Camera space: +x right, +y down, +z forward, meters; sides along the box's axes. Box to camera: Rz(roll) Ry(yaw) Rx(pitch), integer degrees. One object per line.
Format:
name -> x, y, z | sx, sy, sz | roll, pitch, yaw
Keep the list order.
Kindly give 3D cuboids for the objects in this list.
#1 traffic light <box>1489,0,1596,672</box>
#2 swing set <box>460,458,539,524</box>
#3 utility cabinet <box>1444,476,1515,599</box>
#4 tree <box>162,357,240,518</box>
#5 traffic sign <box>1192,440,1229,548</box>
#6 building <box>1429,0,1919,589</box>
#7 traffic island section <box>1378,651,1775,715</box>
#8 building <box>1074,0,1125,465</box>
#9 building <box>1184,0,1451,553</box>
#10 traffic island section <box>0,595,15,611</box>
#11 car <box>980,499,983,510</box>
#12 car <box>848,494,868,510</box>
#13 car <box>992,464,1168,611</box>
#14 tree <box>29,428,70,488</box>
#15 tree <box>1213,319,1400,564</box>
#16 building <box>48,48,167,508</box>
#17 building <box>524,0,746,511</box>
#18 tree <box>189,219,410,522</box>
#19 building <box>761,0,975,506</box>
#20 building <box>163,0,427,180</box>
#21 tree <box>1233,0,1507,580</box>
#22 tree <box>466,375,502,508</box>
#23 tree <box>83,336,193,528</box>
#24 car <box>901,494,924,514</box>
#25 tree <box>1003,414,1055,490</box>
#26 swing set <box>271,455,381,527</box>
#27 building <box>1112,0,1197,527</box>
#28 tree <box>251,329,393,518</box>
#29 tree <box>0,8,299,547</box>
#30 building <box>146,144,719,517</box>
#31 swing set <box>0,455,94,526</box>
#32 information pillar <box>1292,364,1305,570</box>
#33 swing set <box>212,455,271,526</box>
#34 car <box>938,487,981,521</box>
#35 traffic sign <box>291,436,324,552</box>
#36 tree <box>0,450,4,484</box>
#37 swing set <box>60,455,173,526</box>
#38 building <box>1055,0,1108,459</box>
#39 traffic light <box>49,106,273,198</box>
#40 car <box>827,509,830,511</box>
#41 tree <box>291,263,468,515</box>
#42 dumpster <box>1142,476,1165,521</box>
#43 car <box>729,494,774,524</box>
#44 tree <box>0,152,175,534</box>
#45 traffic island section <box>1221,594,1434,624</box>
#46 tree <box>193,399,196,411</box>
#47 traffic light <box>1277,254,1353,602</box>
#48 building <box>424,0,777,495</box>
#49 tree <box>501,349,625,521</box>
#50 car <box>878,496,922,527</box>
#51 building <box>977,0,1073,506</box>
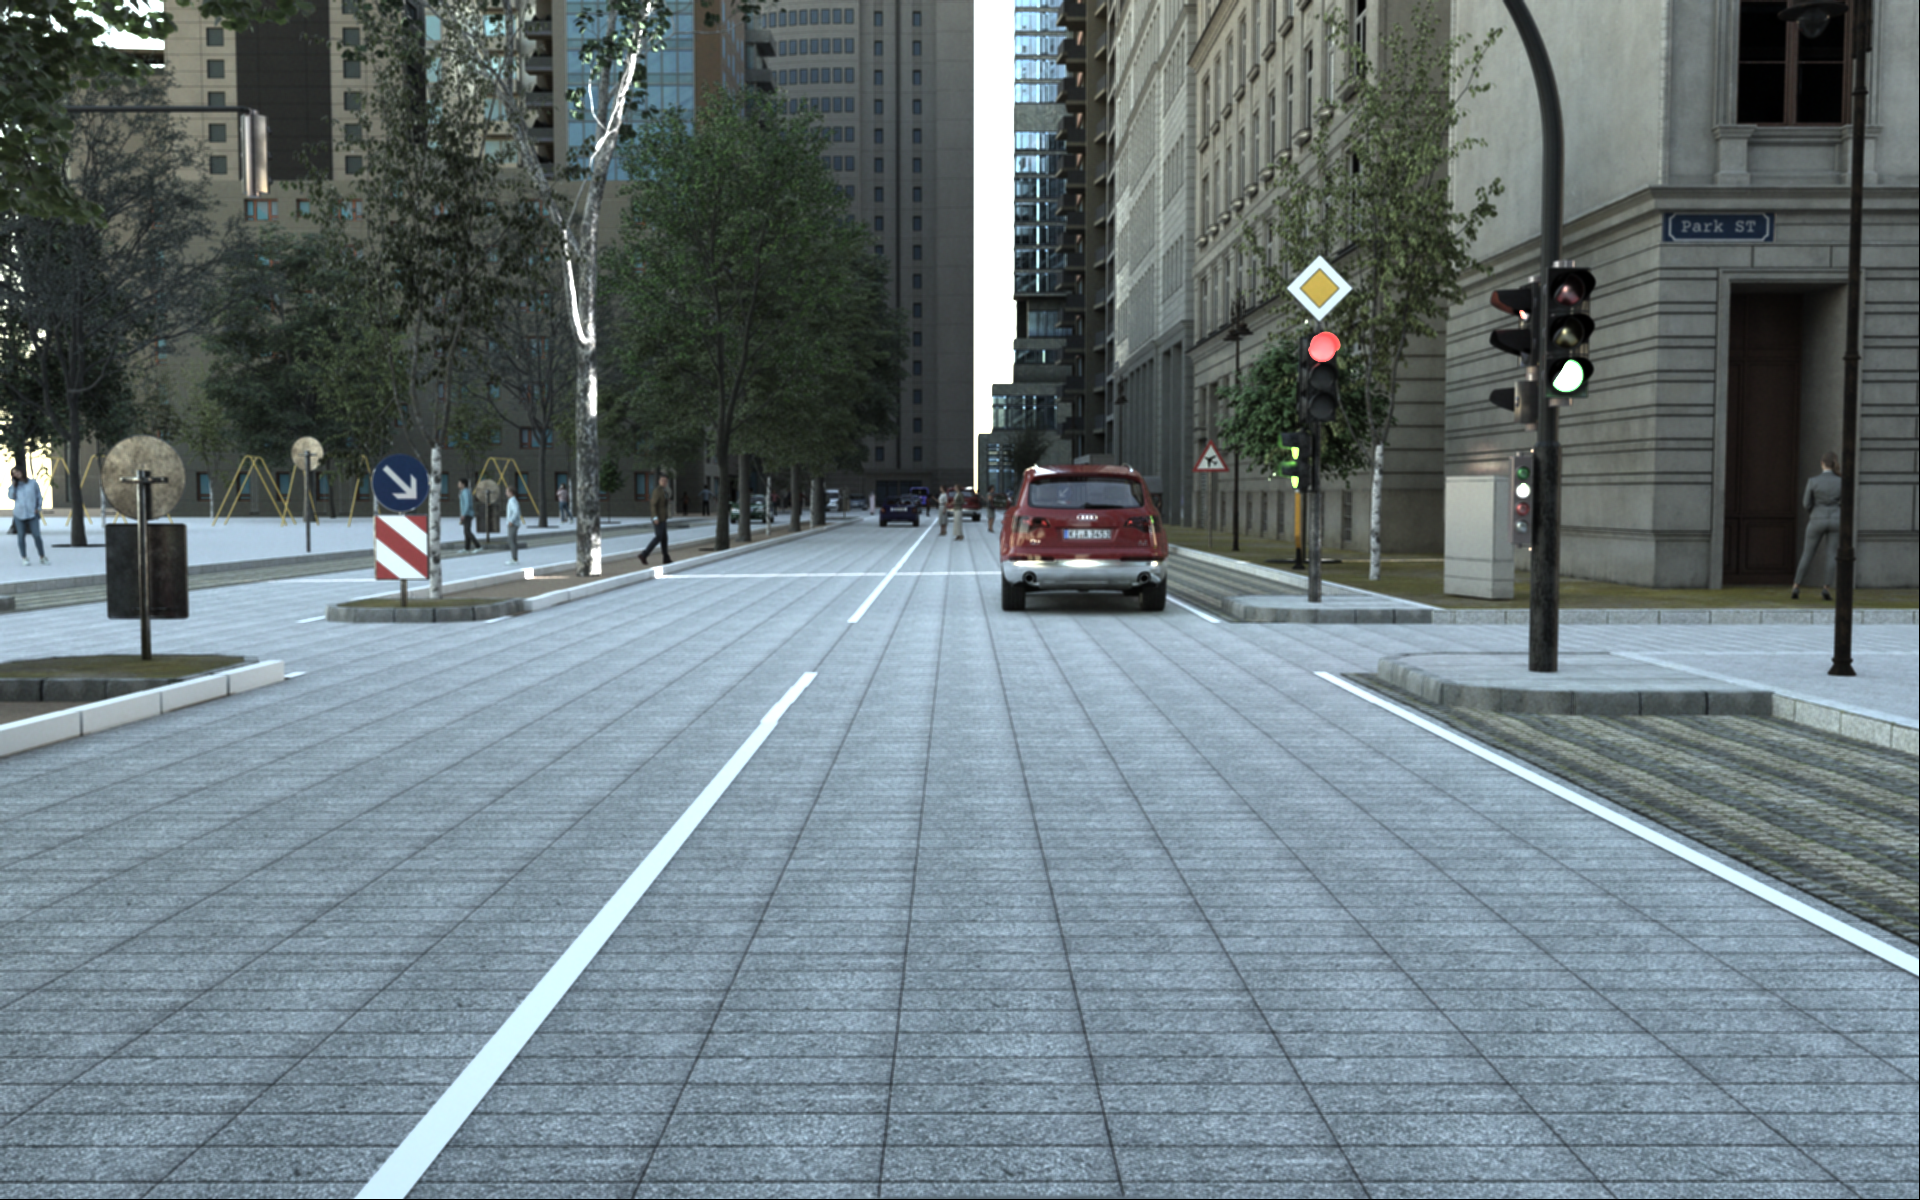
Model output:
traffic light -> 2.112, -2.303, 12.330 | 4.771, 5.953, 1.251 | 0, 3, 0
swing set -> -19.989, -4.777, 75.722 | 2.862, 2.851, 3.119 | 0, 4, 3
utility cabinet -> 6.414, -0.776, 21.369 | 0.318, 1.500, 1.173 | -1, 4, -13
tree -> -40.158, -8.693, 92.493 | 4.737, 8.622, 4.395 | 0, 3, 0
traffic sign -> 5.988, -2.532, 41.404 | 0.884, 2.594, 0.081 | 0, 4, 8
building -> 19.112, -11.713, 27.670 | 21.152, 22.565, 11.583 | 0, 3, 0
traffic island section -> 4.244, 0.593, 12.587 | 2.009, 0.180, 2.903 | 0, 3, 0
building -> 19.060, -44.030, 158.149 | 20.563, 71.187, 20.611 | 0, 3, 0
building -> 16.081, -13.310, 50.908 | 16.112, 22.955, 30.059 | 0, 3, 0
traffic island section -> -12.707, 0.105, 20.557 | 2.009, 0.180, 2.903 | 0, 3, 0
car -> 1.121, -9.041, 160.402 | 1.945, 1.354, 3.894 | 0, 3, 0
car -> -9.186, -8.680, 153.915 | 2.014, 1.417, 4.499 | 0, 4, 1
car -> 1.551, -0.864, 22.804 | 2.281, 1.827, 5.304 | 0, 4, 1
tree -> -41.240, -7.775, 77.482 | 4.737, 8.622, 4.395 | 0, 3, 0
tree -> 6.501, -2.980, 32.441 | 4.285, 4.588, 4.351 | 0, 3, 0
building -> -75.341, -29.280, 162.317 | 14.086, 41.232, 14.154 | 0, 3, 0
building -> -23.971, -29.424, 131.189 | 14.600, 45.320, 14.200 | 0, 3, 0
tree -> -30.005, -10.559, 79.289 | 9.857, 13.997, 8.962 | 0, 3, 0
building -> -12.482, -39.658, 190.405 | 28.212, 58.520, 21.231 | 0, 3, 0
building -> -57.990, -44.071, 158.811 | 20.611, 71.187, 20.563 | 0, 3, 0
tree -> 6.204, -4.619, 25.889 | 4.737, 8.622, 4.395 | 0, 3, 0
tree -> -25.190, -8.485, 89.093 | 4.737, 8.622, 4.395 | 0, 3, 0
tree -> -32.381, -7.056, 65.724 | 4.360, 8.622, 3.978 | 0, 3, 0
car -> -3.664, -6.974, 126.020 | 2.014, 1.417, 4.499 | 0, 4, -1
tree -> 6.379, -12.578, 156.014 | 4.360, 8.622, 3.978 | 0, 3, 0
swing set -> -25.297, -4.396, 69.493 | 3.119, 2.851, 2.862 | 1, 4, 9
building -> 13.987, -18.542, 80.658 | 11.434, 29.767, 29.804 | 0, 3, 0
tree -> -33.722, -9.635, 91.937 | 7.601, 10.594, 8.767 | 0, 4, 5
tree -> -21.619, -8.036, 41.757 | 12.009, 13.543, 11.850 | 0, 3, 0
building -> -31.022, -16.215, 110.154 | 27.650, 21.520, 28.899 | 0, 3, 0
swing set -> -38.930, -4.611, 73.012 | 2.862, 2.851, 3.119 | 1, 4, 10
information pillar -> 5.766, -2.328, 29.421 | 0.183, 3.616, 0.504 | 1, 4, 16
swing set -> -29.119, -4.514, 71.419 | 2.862, 2.851, 3.119 | -1, 4, -14
car -> 0.006, -5.109, 92.211 | 2.281, 1.827, 5.304 | 0, 4, -2
traffic sign -> -14.415, -2.333, 38.250 | 0.768, 2.556, 0.104 | 0, 4, 7
tree -> -58.699, -7.768, 89.905 | 20.602, 7.101, 11.467 | 0, 4, -4
swing set -> -34.490, -4.502, 71.227 | 2.862, 2.851, 3.119 | 1, 4, 12
building -> 18.777, -29.335, 134.246 | 22.147, 44.769, 28.867 | 0, 3, 0
traffic light -> -10.575, -2.801, 20.460 | 4.771, 5.953, 1.251 | 0, 3, 0
car -> -10.442, -8.130, 145.508 | 1.945, 1.354, 3.894 | 0, 4, 1
tree -> -18.360, -6.336, 53.961 | 4.737, 8.622, 4.395 | 0, 3, 0
dumpster -> 3.949, -2.046, 41.674 | 1.865, 1.857, 1.264 | 0, 4, 1
car -> -10.261, -4.515, 85.622 | 2.131, 1.459, 4.920 | 0, 4, -1
tree -> -30.468, -8.491, 55.839 | 9.611, 12.733, 9.660 | 0, 3, 0
traffic island section -> 4.235, 0.104, 20.572 | 2.009, 0.180, 2.903 | 0, 3, 0
tree -> -40.230, -8.322, 86.420 | 4.360, 8.622, 3.978 | 0, 3, 0
traffic light -> 4.194, -1.929, 20.458 | 0.839, 4.253, 0.868 | 0, 3, 0
building -> -32.276, -32.873, 157.084 | 30.456, 49.044, 23.786 | 0, 3, 0
tree -> -18.368, -8.082, 82.501 | 4.737, 8.622, 4.395 | 0, 3, 0
car -> -2.683, -3.945, 77.077 | 1.945, 1.354, 3.894 | 0, 4, -1
building -> 17.415, -53.690, 190.495 | 31.000, 86.520, 22.319 | 0, 3, 0
